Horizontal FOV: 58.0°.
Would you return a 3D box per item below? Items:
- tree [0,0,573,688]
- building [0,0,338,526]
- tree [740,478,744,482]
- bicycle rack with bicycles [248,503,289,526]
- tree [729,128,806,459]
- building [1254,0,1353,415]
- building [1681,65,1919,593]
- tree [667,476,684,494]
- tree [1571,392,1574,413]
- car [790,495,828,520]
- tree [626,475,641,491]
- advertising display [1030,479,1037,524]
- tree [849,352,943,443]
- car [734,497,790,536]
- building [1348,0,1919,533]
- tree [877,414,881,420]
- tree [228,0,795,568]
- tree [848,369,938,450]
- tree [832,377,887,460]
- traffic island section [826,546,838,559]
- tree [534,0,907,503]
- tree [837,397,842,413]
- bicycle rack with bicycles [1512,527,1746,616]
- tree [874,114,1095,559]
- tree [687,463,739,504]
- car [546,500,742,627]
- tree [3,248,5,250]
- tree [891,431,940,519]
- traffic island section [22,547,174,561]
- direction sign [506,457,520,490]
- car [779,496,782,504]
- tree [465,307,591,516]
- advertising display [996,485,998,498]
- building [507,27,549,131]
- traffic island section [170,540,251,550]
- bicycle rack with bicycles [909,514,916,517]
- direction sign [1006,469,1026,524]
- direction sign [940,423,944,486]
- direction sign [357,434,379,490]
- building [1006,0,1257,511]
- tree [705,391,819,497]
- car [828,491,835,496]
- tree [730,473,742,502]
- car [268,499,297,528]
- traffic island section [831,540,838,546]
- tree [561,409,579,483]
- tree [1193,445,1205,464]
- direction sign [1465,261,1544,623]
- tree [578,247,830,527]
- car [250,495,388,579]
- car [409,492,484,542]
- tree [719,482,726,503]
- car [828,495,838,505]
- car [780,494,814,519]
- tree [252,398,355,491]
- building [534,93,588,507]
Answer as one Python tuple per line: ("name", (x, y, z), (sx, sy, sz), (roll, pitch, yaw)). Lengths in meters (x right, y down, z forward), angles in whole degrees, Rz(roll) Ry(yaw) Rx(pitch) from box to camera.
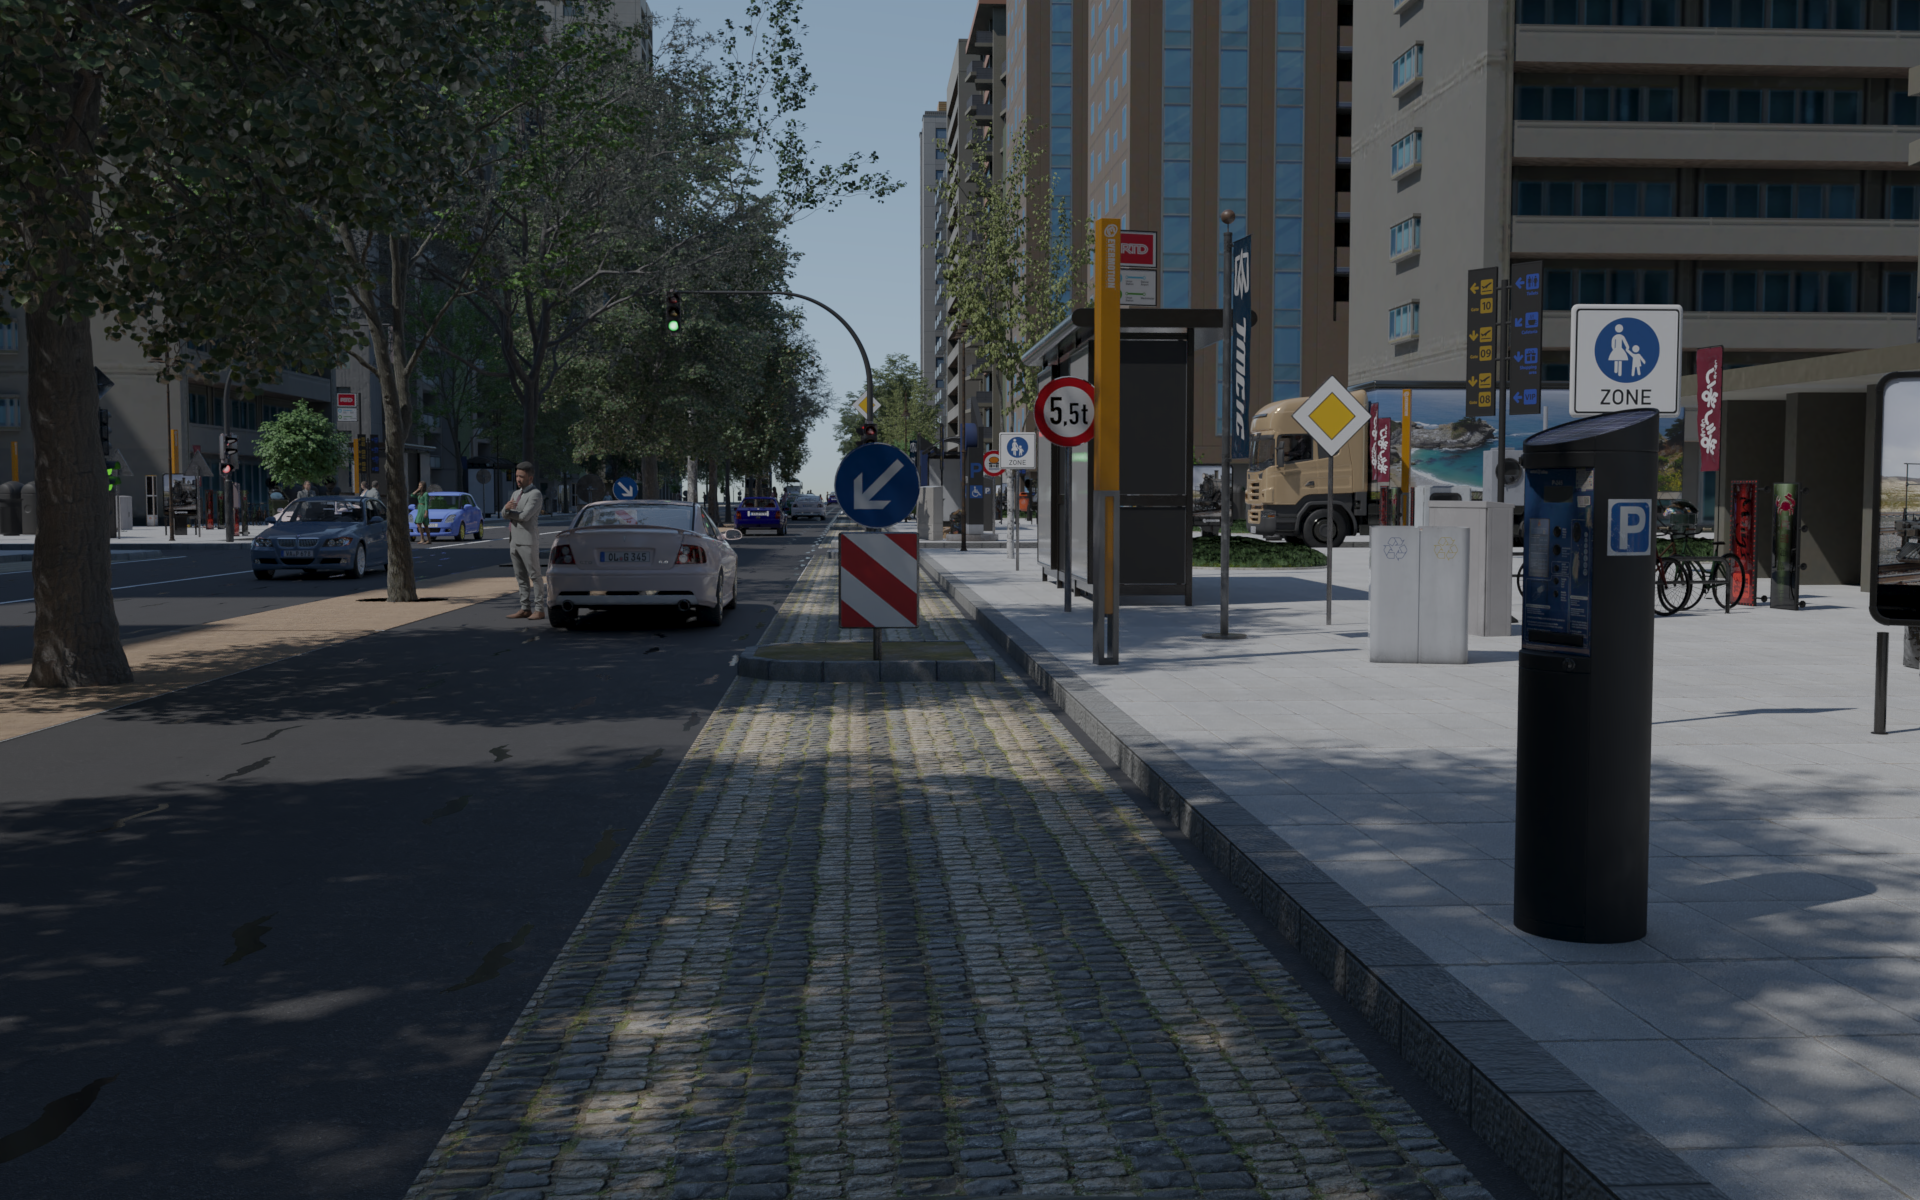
("tree", (-6.586, -6.323, 12.497), (9.857, 13.997, 8.962), (0, 3, 0))
("building", (-42.300, -27.758, 77.544), (21.300, 48.544, 21.600), (0, 4, -4))
("tree", (-35.566, -21.236, 265.341), (7.486, 12.596, 7.792), (0, 3, 0))
("bicycle rack with bicycles", (-27.994, -3.486, 70.385), (2.852, 0.926, 2.925), (0, 4, 6))
("tree", (-9.031, -8.644, 50.441), (9.857, 13.997, 8.962), (0, 3, 0))
("building", (14.181, -26.659, 85.993), (14.600, 45.320, 14.200), (0, 4, -4))
("building", (21.946, -21.940, 13.340), (22.147, 44.769, 28.867), (0, 4, -4))
("tree", (-30.314, -11.559, 183.598), (1.663, 3.219, 1.824), (0, 3, 0))
("tree", (3.596, -4.623, 1.340), (9.928, 11.665, 9.643), (0, 3, 0))
("car", (-8.354, -5.093, 95.627), (2.083, 1.381, 4.827), (0, 4, -4))
("tree", (-28.909, -9.704, 153.257), (1.663, 3.219, 1.824), (0, 3, 0))
("advertising display", (3.410, -4.165, 73.313), (0.974, 1.923, 0.123), (-2, 4, -28))
("tree", (-4.797, -13.505, 138.927), (7.486, 12.596, 7.792), (0, 3, 0))
("car", (-6.939, -2.927, 60.429), (1.945, 1.354, 3.894), (0, 4, -4))
("building", (26.521, -27.025, 65.557), (21.600, 48.544, 21.300), (0, 4, -4))
("tree", (-6.032, -12.273, 151.027), (4.360, 8.622, 3.978), (0, 3, 0))
("tree", (-8.468, -7.393, 33.699), (12.009, 13.543, 11.850), (0, 3, 0))
("tree", (-5.000, -11.892, 128.850), (7.601, 10.594, 8.767), (0, 4, 8))
("tree", (-8.935, -16.993, 184.484), (9.857, 13.997, 8.962), (0, 3, 0))
("traffic island section", (-2.011, -1.035, 39.208), (2.009, 0.180, 2.903), (0, 4, -4))
("tree", (-8.666, -12.522, 63.085), (12.611, 20.169, 13.585), (0, 3, 0))
("tree", (-11.532, -10.567, 85.593), (12.009, 13.543, 11.850), (0, 3, 0))
("bicycle rack with bicycles", (7.354, -0.350, 19.103), (2.925, 0.926, 2.852), (-1, 4, -13))
("tree", (1.162, -5.110, 33.916), (4.737, 8.622, 4.395), (0, 3, 0))
("tree", (-34.449, -19.365, 234.750), (7.486, 12.596, 7.792), (0, 3, 0))
("car", (-3.606, -0.473, 20.102), (2.083, 1.381, 4.827), (0, 4, -4))
("tree", (-20.171, -6.763, 28.710), (7.486, 12.596, 7.792), (0, 3, 0))
("tree", (-2.320, -6.504, 90.052), (4.285, 4.588, 4.351), (0, 3, 0))
("traffic island section", (-18.971, -0.972, 38.167), (2.009, 0.180, 2.903), (0, 4, -4))
("direction sign", (-27.590, -7.035, 107.016), (0.876, 3.537, 0.379), (0, 4, 2))
("car", (-25.325, -14.626, 251.720), (1.945, 1.354, 3.894), (0, 4, -2))
("tree", (-25.453, -11.260, 102.235), (7.486, 12.596, 7.792), (0, 3, 0))
("advertising display", (2.746, -7.019, 119.970), (0.123, 1.923, 0.974), (-2, 4, -25))
("building", (-47.489, -30.180, 148.062), (22.147, 44.769, 28.867), (0, 4, -4))
("traffic island section", (-19.464, -1.459, 46.137), (2.009, 0.180, 2.903), (0, 4, -4))
("bicycle rack with bicycles", (-2.743, -5.030, 95.630), (2.852, 0.926, 2.925), (-1, 4, -16))
("direction sign", (2.362, -4.967, 73.212), (0.876, 3.537, 0.379), (-1, 4, -13))
("direction sign", (-0.582, -3.885, 55.519), (0.379, 3.537, 0.876), (0, 4, 6))
("direction sign", (-22.427, -4.508, 65.699), (0.379, 3.537, 0.876), (3, 5, 40))
("building", (10.556, -28.416, 114.715), (14.600, 45.320, 14.200), (0, 4, -4))
("tree", (-12.884, -10.508, 108.670), (8.767, 10.594, 7.601), (0, 4, -4))
("car", (-17.394, -14.364, 243.526), (2.281, 1.827, 5.304), (0, 4, -2))
("tree", (-35.919, -19.820, 274.426), (4.737, 8.622, 4.395), (0, 3, 0))
("car", (-19.687, -2.492, 53.103), (2.083, 1.381, 4.827), (0, 4, -4))
("traffic island section", (-2.505, -1.523, 47.178), (2.009, 0.180, 2.903), (0, 4, -4))
("tree", (-27.110, -13.413, 136.308), (9.611, 12.733, 9.660), (0, 3, 0))
("tree", (9.162, -4.500, 68.183), (1.663, 3.219, 1.824), (0, 3, 0))
("direction sign", (5.393, -1.544, 17.239), (0.379, 3.537, 0.876), (-2, 4, -35))
("tree", (-10.645, -9.476, 74.403), (9.611, 12.733, 9.660), (0, 3, 0))
("car", (-11.152, -1.149, 30.785), (2.014, 1.417, 4.499), (0, 4, -5))
("car", (-15.864, -2.672, 53.275), (1.945, 1.707, 3.694), (0, 4, -2))
("tree", (-34.788, -15.863, 253.955), (1.663, 3.219, 1.824), (0, 3, 0))
("car", (-16.356, -12.998, 225.100), (1.945, 1.354, 3.894), (0, 4, -5))
("car", (-9.526, -5.494, 101.633), (2.131, 1.459, 4.920), (0, 4, -3))
("tree", (-22.412, -4.597, 58.871), (4.285, 4.588, 4.351), (0, 3, 0))
("building", (-44.967, -29.749, 169.984), (14.154, 41.232, 14.086), (0, 4, -4))
